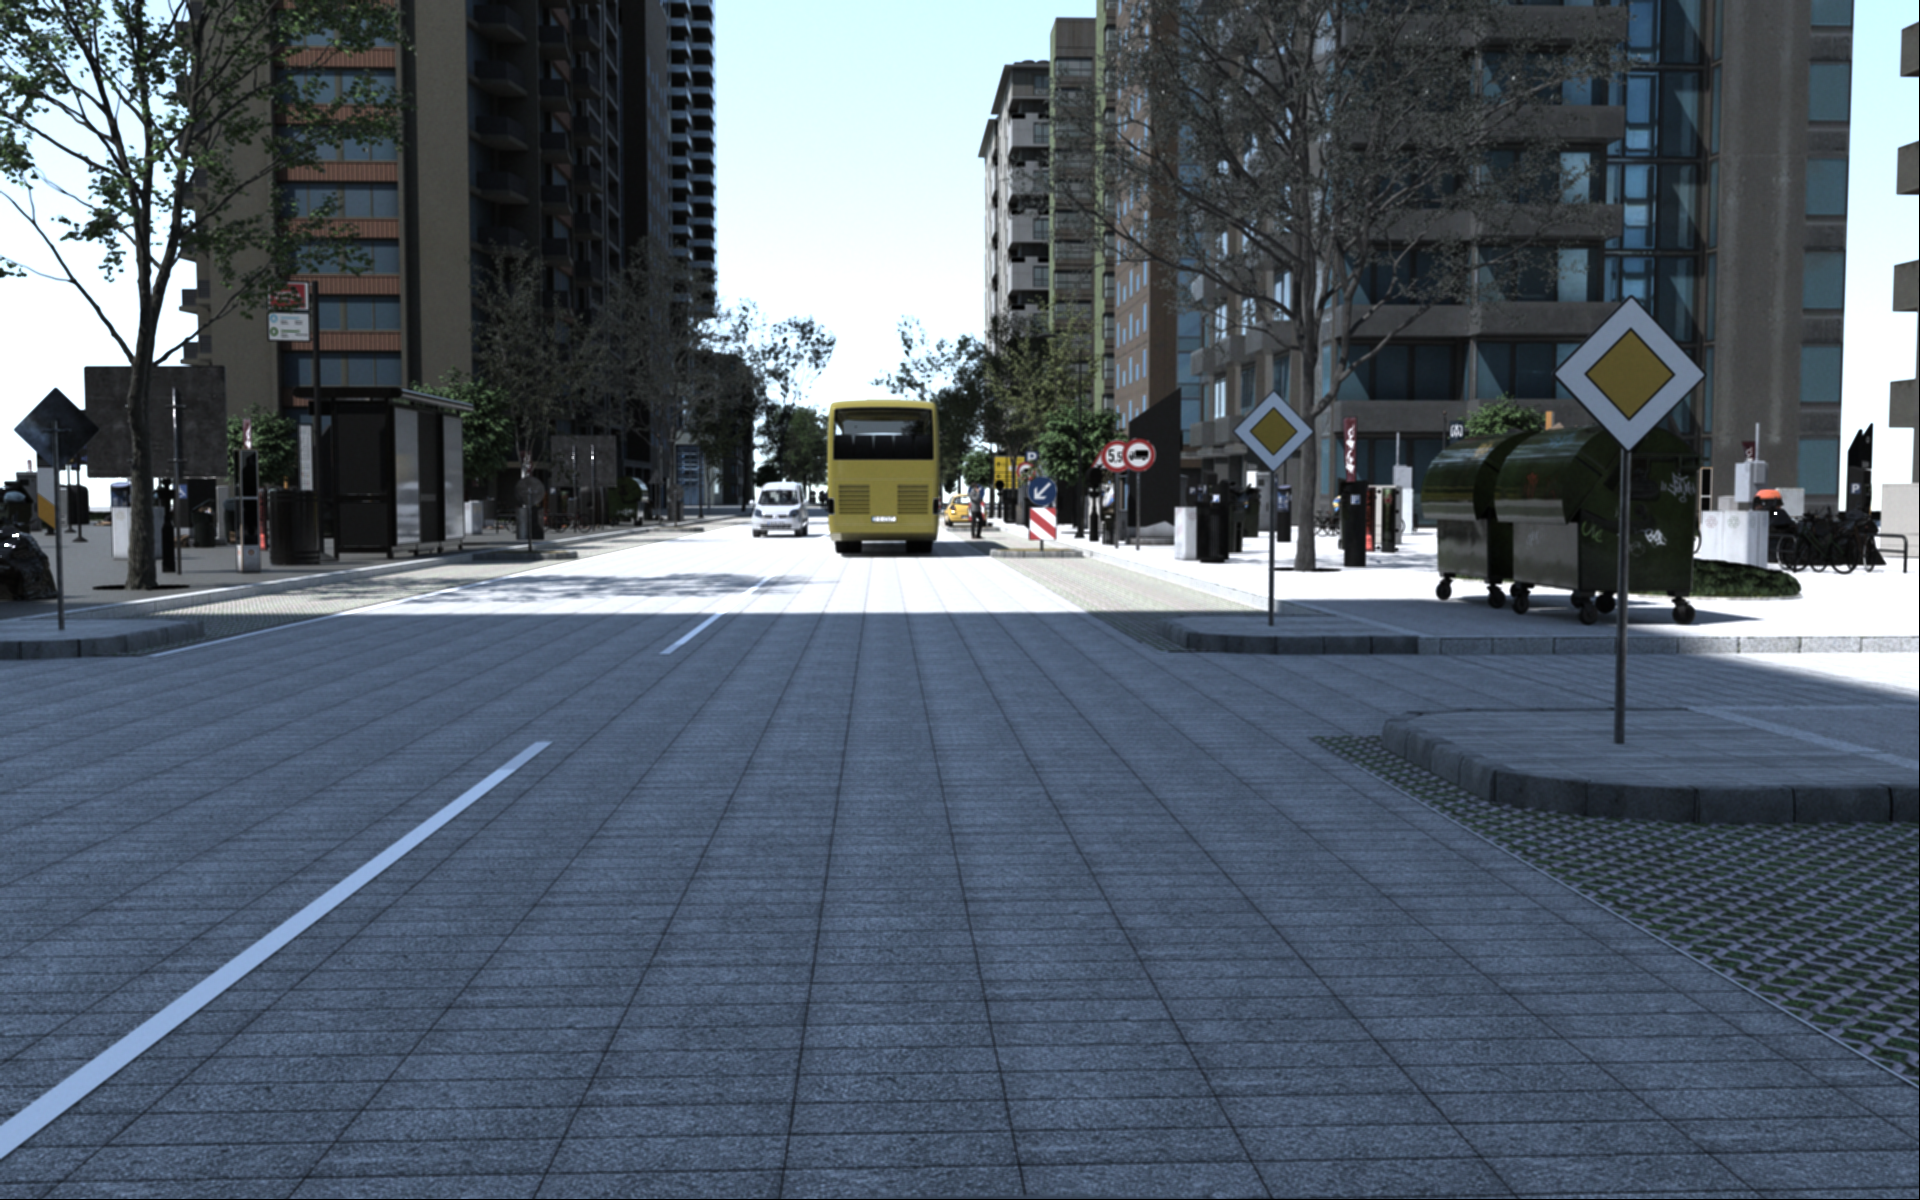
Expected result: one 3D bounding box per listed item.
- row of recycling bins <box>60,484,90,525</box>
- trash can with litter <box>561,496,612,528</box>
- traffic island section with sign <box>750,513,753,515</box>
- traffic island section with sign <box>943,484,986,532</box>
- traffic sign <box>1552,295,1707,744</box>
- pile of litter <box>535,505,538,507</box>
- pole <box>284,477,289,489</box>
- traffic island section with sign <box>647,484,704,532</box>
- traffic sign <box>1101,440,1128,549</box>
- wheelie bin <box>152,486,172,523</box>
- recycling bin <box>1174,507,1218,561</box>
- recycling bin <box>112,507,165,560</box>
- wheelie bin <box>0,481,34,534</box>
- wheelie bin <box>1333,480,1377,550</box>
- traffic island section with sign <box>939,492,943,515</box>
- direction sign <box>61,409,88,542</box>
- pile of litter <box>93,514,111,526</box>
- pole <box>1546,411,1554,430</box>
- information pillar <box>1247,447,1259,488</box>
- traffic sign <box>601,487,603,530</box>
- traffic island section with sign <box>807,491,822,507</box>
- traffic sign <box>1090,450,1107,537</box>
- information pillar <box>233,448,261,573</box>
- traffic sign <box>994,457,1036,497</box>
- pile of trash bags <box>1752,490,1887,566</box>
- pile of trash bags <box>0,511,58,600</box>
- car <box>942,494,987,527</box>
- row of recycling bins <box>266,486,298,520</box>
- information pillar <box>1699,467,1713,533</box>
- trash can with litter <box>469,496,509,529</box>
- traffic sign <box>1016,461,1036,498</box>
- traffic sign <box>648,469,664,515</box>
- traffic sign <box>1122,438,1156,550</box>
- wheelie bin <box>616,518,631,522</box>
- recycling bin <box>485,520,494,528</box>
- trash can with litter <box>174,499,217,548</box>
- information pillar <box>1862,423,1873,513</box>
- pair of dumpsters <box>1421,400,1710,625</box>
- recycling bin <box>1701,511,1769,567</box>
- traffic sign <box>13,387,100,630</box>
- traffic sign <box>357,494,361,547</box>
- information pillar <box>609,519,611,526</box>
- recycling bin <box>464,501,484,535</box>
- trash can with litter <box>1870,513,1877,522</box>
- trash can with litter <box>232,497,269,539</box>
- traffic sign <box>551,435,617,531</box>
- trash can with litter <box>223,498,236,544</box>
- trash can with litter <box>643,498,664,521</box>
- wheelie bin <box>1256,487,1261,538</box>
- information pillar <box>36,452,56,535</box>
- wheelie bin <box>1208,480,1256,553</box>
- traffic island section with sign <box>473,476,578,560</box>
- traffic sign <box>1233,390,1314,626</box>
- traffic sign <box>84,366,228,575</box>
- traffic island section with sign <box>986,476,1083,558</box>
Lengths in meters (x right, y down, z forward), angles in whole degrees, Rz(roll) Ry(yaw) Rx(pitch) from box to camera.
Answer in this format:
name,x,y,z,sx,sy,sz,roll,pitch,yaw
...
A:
name,x,y,z,sx,sy,sz,roll,pitch,yaw
row of recycling bins,-37.868,-4.052,73.356,1.069,1.692,3.534,0,4,-5
trash can with litter,-14.177,-3.291,64.870,2.233,1.210,1.678,1,4,16
traffic island section with sign,-13.045,-6.589,116.352,1.989,1.847,2.006,0,4,-3
traffic island section with sign,0.483,-3.552,66.699,1.989,1.847,2.006,0,4,-3
traffic sign,3.391,-0.319,8.853,0.795,2.450,0.064,0,4,-3
pile of litter,-18.703,-3.786,75.858,1.719,0.858,1.176,-1,4,-15
pole,-32.080,-5.422,82.486,0.158,3.312,0.155,0,3,0
traffic island section with sign,-10.761,-3.488,65.652,1.989,1.847,2.006,0,4,-3
traffic sign,3.698,-2.486,40.759,0.768,2.556,0.104,0,4,6
wheelie bin,-32.120,-3.774,69.609,0.693,1.594,0.980,-3,5,-45
recycling bin,4.600,-1.291,33.663,0.722,1.027,0.722,0,4,-8
recycling bin,-16.137,-1.314,34.045,0.722,1.027,0.722,0,4,3
wheelie bin,-22.642,-2.051,41.440,0.980,1.594,0.693,2,4,32
wheelie bin,9.118,-1.961,39.978,0.980,1.594,0.693,0,4,7
traffic island section with sign,-1.763,-6.601,116.551,1.989,1.847,2.006,0,4,-3
direction sign,-23.677,-3.333,46.498,0.876,3.537,0.379,1,4,16
pile of litter,-34.523,-3.470,70.697,1.719,0.858,1.176,1,4,20
pole,14.524,-2.989,42.721,0.158,3.312,0.155,0,3,0
information pillar,10.524,-4.330,62.150,0.183,3.616,0.504,-3,5,-44
traffic sign,-12.814,-3.665,62.045,0.606,2.300,0.079,0,4,5
traffic island section with sign,-16.748,-11.615,198.540,1.989,1.847,2.006,0,4,-3
traffic sign,4.181,-3.153,51.556,0.884,2.594,0.081,0,4,0
information pillar,-11.567,-1.444,28.104,0.304,2.012,0.304,-3,5,-40
traffic sign,2.922,-6.029,92.448,2.265,3.308,0.079,0,3,0
pile of trash bags,15.790,-1.395,32.561,1.912,1.369,3.447,0,4,0
pile of trash bags,-12.343,-0.626,19.986,1.912,1.369,3.447,1,4,16
car,0.235,-4.069,76.757,2.015,1.641,3.980,0,4,-3
row of recycling bins,-33.757,-4.846,86.337,1.069,1.692,3.534,0,4,4
information pillar,20.663,-2.659,47.971,0.304,2.012,0.304,2,4,27
trash can with litter,-17.708,-3.242,64.071,2.233,1.210,1.678,0,4,7
traffic sign,2.585,-4.136,67.729,0.768,2.556,0.104,0,4,3
traffic sign,-15.757,-5.490,89.771,0.884,2.594,0.081,0,4,5
traffic sign,4.049,-2.400,39.349,0.768,2.556,0.104,0,4,-2
wheelie bin,-15.409,-4.378,79.485,0.693,1.594,0.980,2,4,31
recycling bin,-18.312,-3.280,66.182,0.722,1.027,0.722,3,4,38
trash can with litter,-18.364,-1.841,41.481,1.055,1.170,0.624,-1,4,-9
information pillar,29.897,-4.022,57.111,0.183,3.616,0.504,0,4,-2
pair of dumpsters,6.477,-1.005,18.923,1.574,2.255,4.437,0,4,-2
recycling bin,11.697,-0.832,26.157,0.722,1.027,0.722,-3,5,-39
traffic sign,-8.502,-0.776,16.332,0.795,2.450,0.064,0,4,-3
traffic sign,-14.116,-2.479,40.635,0.768,2.556,0.104,0,4,1
information pillar,-14.247,-4.850,70.657,0.183,3.616,0.504,0,4,-8
recycling bin,-15.532,-2.569,54.559,0.722,1.027,0.722,1,4,9
trash can with litter,40.472,-4.110,78.252,2.233,1.210,1.678,-1,4,-8
trash can with litter,-20.330,-2.328,49.119,2.233,1.210,1.678,-1,4,-16
traffic sign,-12.964,-4.025,59.677,2.265,3.308,0.079,0,4,2
trash can with litter,-18.735,-2.050,44.901,0.624,1.170,1.055,-2,4,-29
trash can with litter,-14.887,-4.425,83.738,1.055,1.170,0.624,-3,4,-37
wheelie bin,8.566,-2.650,51.229,0.693,1.594,0.980,0,4,7
information pillar,-28.470,-3.829,53.953,0.504,3.616,0.183,-2,4,-29
wheelie bin,5.881,-1.835,37.917,0.693,1.594,0.980,3,4,37
traffic island section with sign,-9.505,-1.803,38.099,1.989,1.847,2.006,0,4,-3
traffic sign,3.031,-0.807,16.830,0.795,2.450,0.064,0,4,-3
traffic sign,-12.763,-2.058,27.515,2.265,3.308,0.079,0,4,1
traffic island section with sign,1.703,-1.892,39.559,1.989,1.847,2.006,0,4,-3
